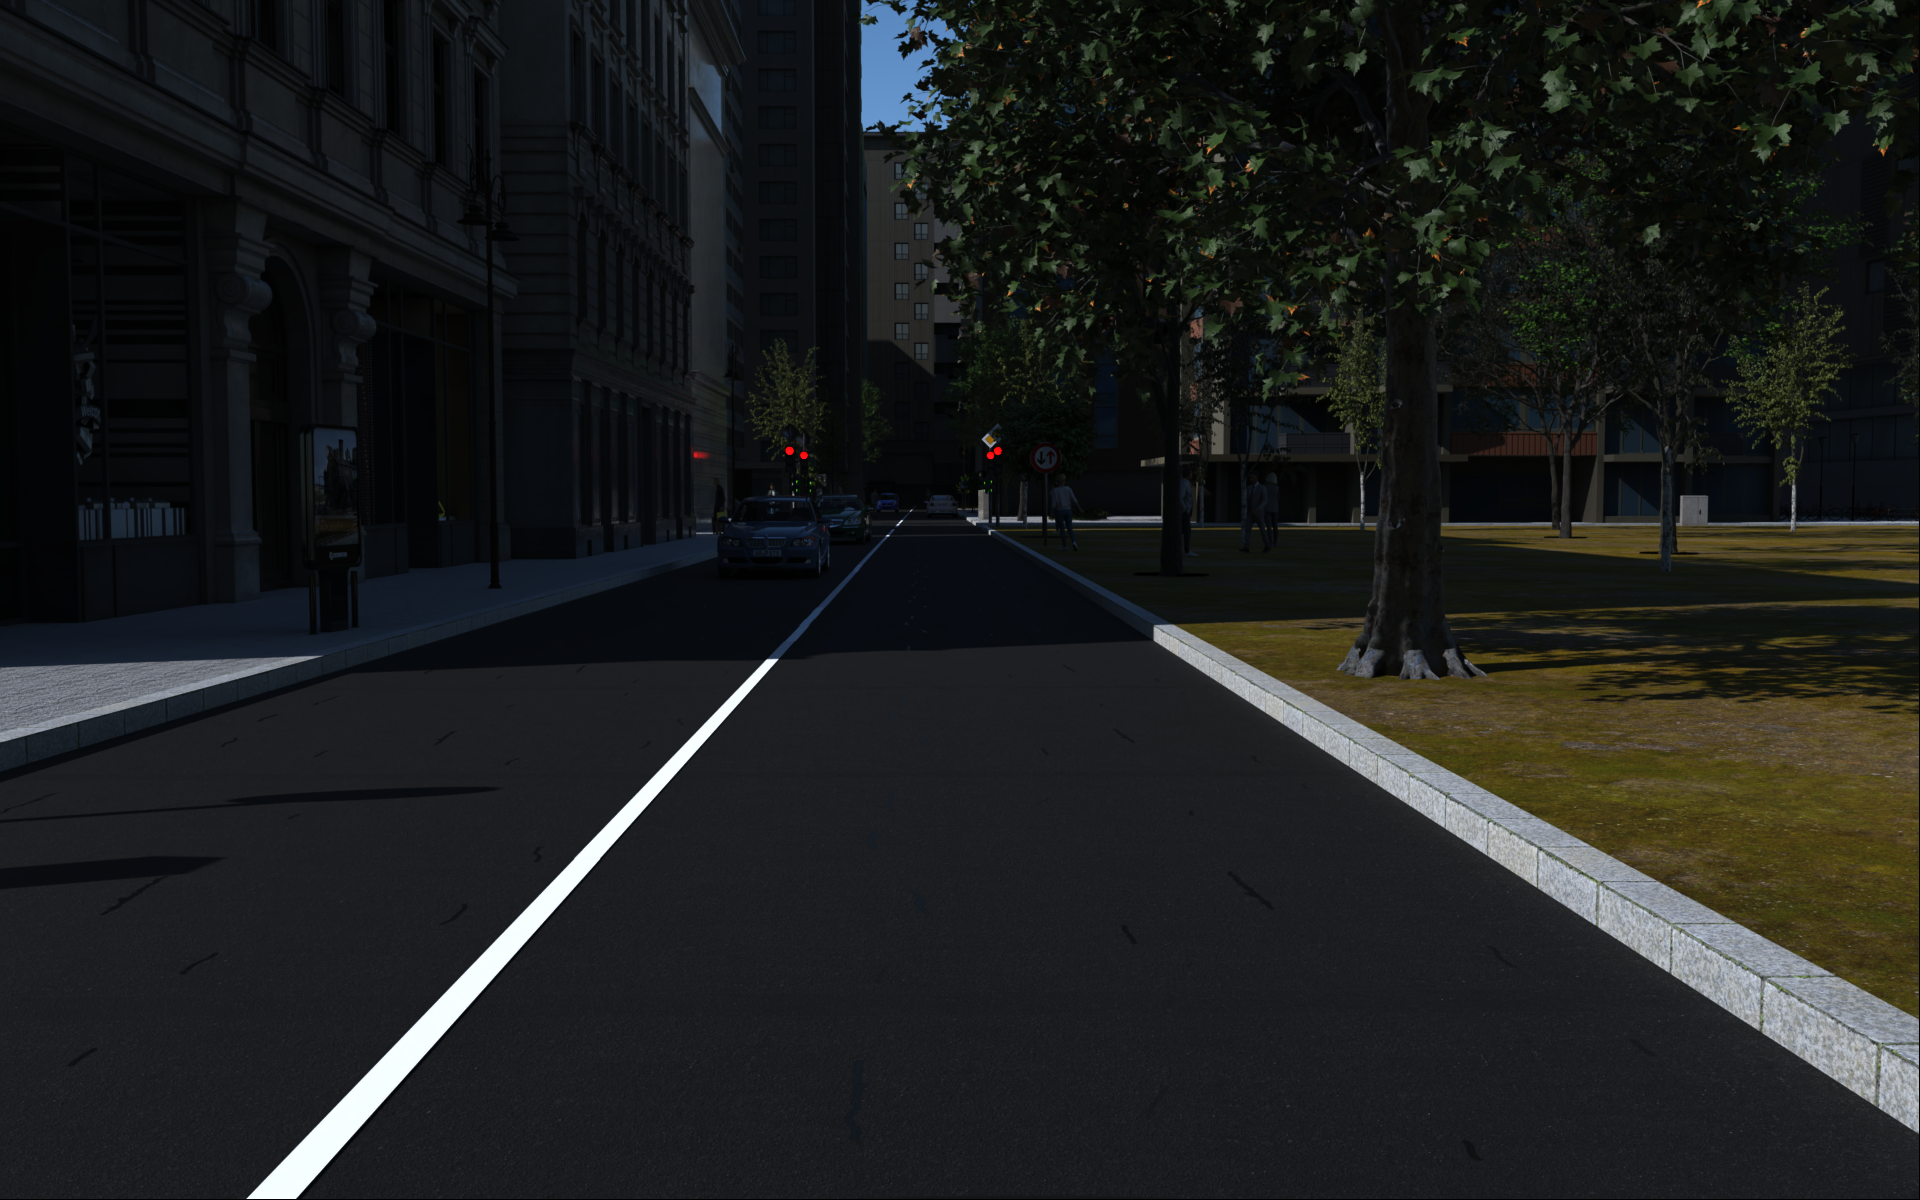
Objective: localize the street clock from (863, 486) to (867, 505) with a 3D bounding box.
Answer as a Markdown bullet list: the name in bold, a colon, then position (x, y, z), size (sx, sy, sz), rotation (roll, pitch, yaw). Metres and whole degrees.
- **street clock**: position (-8.292, -8.952, 150.934), size (0.358, 2.002, 0.471), rotation (-2, 4, -25)

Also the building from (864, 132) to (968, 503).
- **building**: position (-8.184, -40.399, 249.769), size (27.495, 52.752, 28.713), rotation (0, 4, -1)

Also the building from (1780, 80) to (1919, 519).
- **building**: position (61.983, -30.845, 93.550), size (27.495, 52.752, 28.713), rotation (0, 4, -1)

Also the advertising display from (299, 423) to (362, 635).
- **advertising display**: position (-5.866, -0.671, 16.186), size (0.123, 1.923, 0.974), rotation (0, 4, 6)

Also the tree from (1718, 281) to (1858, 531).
- **tree**: position (28.430, -6.667, 59.363), size (4.737, 8.622, 4.395), rotation (0, 3, 0)

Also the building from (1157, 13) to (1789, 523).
- **building**: position (23.818, -26.300, 84.632), size (28.867, 44.769, 22.147), rotation (0, 4, -1)

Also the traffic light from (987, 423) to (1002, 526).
- **traffic light**: position (1.477, -4.871, 68.560), size (0.839, 4.253, 0.868), rotation (0, 4, -1)

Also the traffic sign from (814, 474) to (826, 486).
- **traffic sign**: position (-7.151, -5.294, 88.693), size (0.606, 2.300, 0.079), rotation (0, 4, 0)

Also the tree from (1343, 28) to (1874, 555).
- **tree**: position (15.149, -6.787, 36.727), size (9.928, 11.665, 9.643), rotation (0, 3, 0)

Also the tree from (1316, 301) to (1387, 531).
- **tree**: position (14.171, -6.730, 60.406), size (4.737, 8.622, 4.395), rotation (0, 3, 0)

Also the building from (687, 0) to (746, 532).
- **building**: position (-18.759, -13.784, 61.526), size (21.152, 22.565, 11.583), rotation (0, 4, -1)

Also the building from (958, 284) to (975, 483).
- **building**: position (10.902, -34.097, 212.111), size (22.147, 44.769, 28.867), rotation (0, 4, -1)

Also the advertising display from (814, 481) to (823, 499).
- **advertising display**: position (-7.153, -5.028, 87.418), size (0.123, 1.923, 0.974), rotation (1, 4, 15)

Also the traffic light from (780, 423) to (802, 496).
- **traffic light**: position (-6.683, -4.860, 68.388), size (0.839, 4.253, 0.868), rotation (0, 4, -1)

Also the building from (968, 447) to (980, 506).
- **building**: position (12.343, -53.108, 180.981), size (22.319, 86.520, 31.000), rotation (0, 4, -1)

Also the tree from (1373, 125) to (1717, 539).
- **tree**: position (17.710, -8.543, 50.044), size (12.009, 13.543, 11.850), rotation (0, 3, 0)

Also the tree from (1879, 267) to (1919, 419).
- **tree**: position (29.211, -6.165, 51.165), size (4.360, 8.622, 3.978), rotation (0, 3, 0)

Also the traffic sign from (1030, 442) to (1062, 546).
- **traffic sign**: position (2.103, -2.592, 42.477), size (0.768, 2.556, 0.104), rotation (0, 4, 0)

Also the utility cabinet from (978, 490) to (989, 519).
- **utility cabinet**: position (1.191, -4.863, 88.196), size (0.318, 1.500, 1.173), rotation (-1, 4, -12)

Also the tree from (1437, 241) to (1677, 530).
- **tree**: position (21.330, -7.798, 61.911), size (8.767, 10.594, 7.601), rotation (0, 4, 0)

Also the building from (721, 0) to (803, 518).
- **building**: position (-25.180, -24.804, 97.423), size (32.217, 40.220, 23.993), rotation (0, 4, -1)

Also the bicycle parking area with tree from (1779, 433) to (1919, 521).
- **bicycle parking area with tree**: position (42.960, -5.961, 84.471), size (9.016, 4.147, 8.231), rotation (2, 4, 24)

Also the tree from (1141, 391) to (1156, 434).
- **tree**: position (8.974, -7.057, 65.747), size (4.360, 8.622, 3.978), rotation (0, 3, 0)

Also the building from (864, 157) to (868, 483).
- **building**: position (-19.071, -34.819, 219.394), size (14.200, 45.320, 14.600), rotation (0, 4, -1)

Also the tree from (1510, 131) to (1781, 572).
- **tree**: position (11.462, -4.768, 28.314), size (4.360, 8.622, 3.978), rotation (0, 3, 0)

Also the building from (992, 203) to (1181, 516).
- **building**: position (8.072, -28.051, 108.752), size (14.600, 45.320, 14.200), rotation (0, 4, -1)

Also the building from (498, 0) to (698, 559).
- **building**: position (-12.419, -11.814, 42.305), size (9.793, 20.994, 18.267), rotation (0, 4, -1)

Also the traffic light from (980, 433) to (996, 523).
- **traffic light**: position (1.323, -5.359, 76.544), size (0.839, 4.253, 0.868), rotation (0, 4, -1)

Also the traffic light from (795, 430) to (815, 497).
- **traffic light**: position (-6.837, -5.349, 76.371), size (0.839, 4.253, 0.868), rotation (0, 4, -1)

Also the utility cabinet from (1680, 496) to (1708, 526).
- **utility cabinet**: position (29.701, -3.603, 70.077), size (1.020, 1.237, 0.306), rotation (0, 4, 1)

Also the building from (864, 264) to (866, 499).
- **building**: position (-18.209, -26.207, 200.180), size (14.160, 30.474, 14.107), rotation (0, 4, -1)

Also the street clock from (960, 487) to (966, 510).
- **street clock**: position (0.248, -8.520, 143.864), size (0.471, 2.002, 0.358), rotation (0, 4, -1)

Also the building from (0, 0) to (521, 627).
- **building**: position (-12.679, -9.900, 12.773), size (10.553, 20.767, 40.483), rotation (0, 4, -1)

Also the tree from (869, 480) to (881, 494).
- **tree**: position (-10.773, -14.047, 224.271), size (1.663, 3.219, 1.824), rotation (0, 3, 0)

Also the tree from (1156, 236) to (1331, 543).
- **tree**: position (7.486, -5.791, 45.049), size (4.360, 8.622, 3.978), rotation (0, 3, 0)

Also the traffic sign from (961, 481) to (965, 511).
- **traffic sign**: position (0.360, -7.884, 131.027), size (0.606, 2.300, 0.079), rotation (0, 4, 3)

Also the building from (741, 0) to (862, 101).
- **building**: position (-14.345, -27.002, 125.083), size (14.154, 41.232, 14.086), rotation (0, 4, -1)
